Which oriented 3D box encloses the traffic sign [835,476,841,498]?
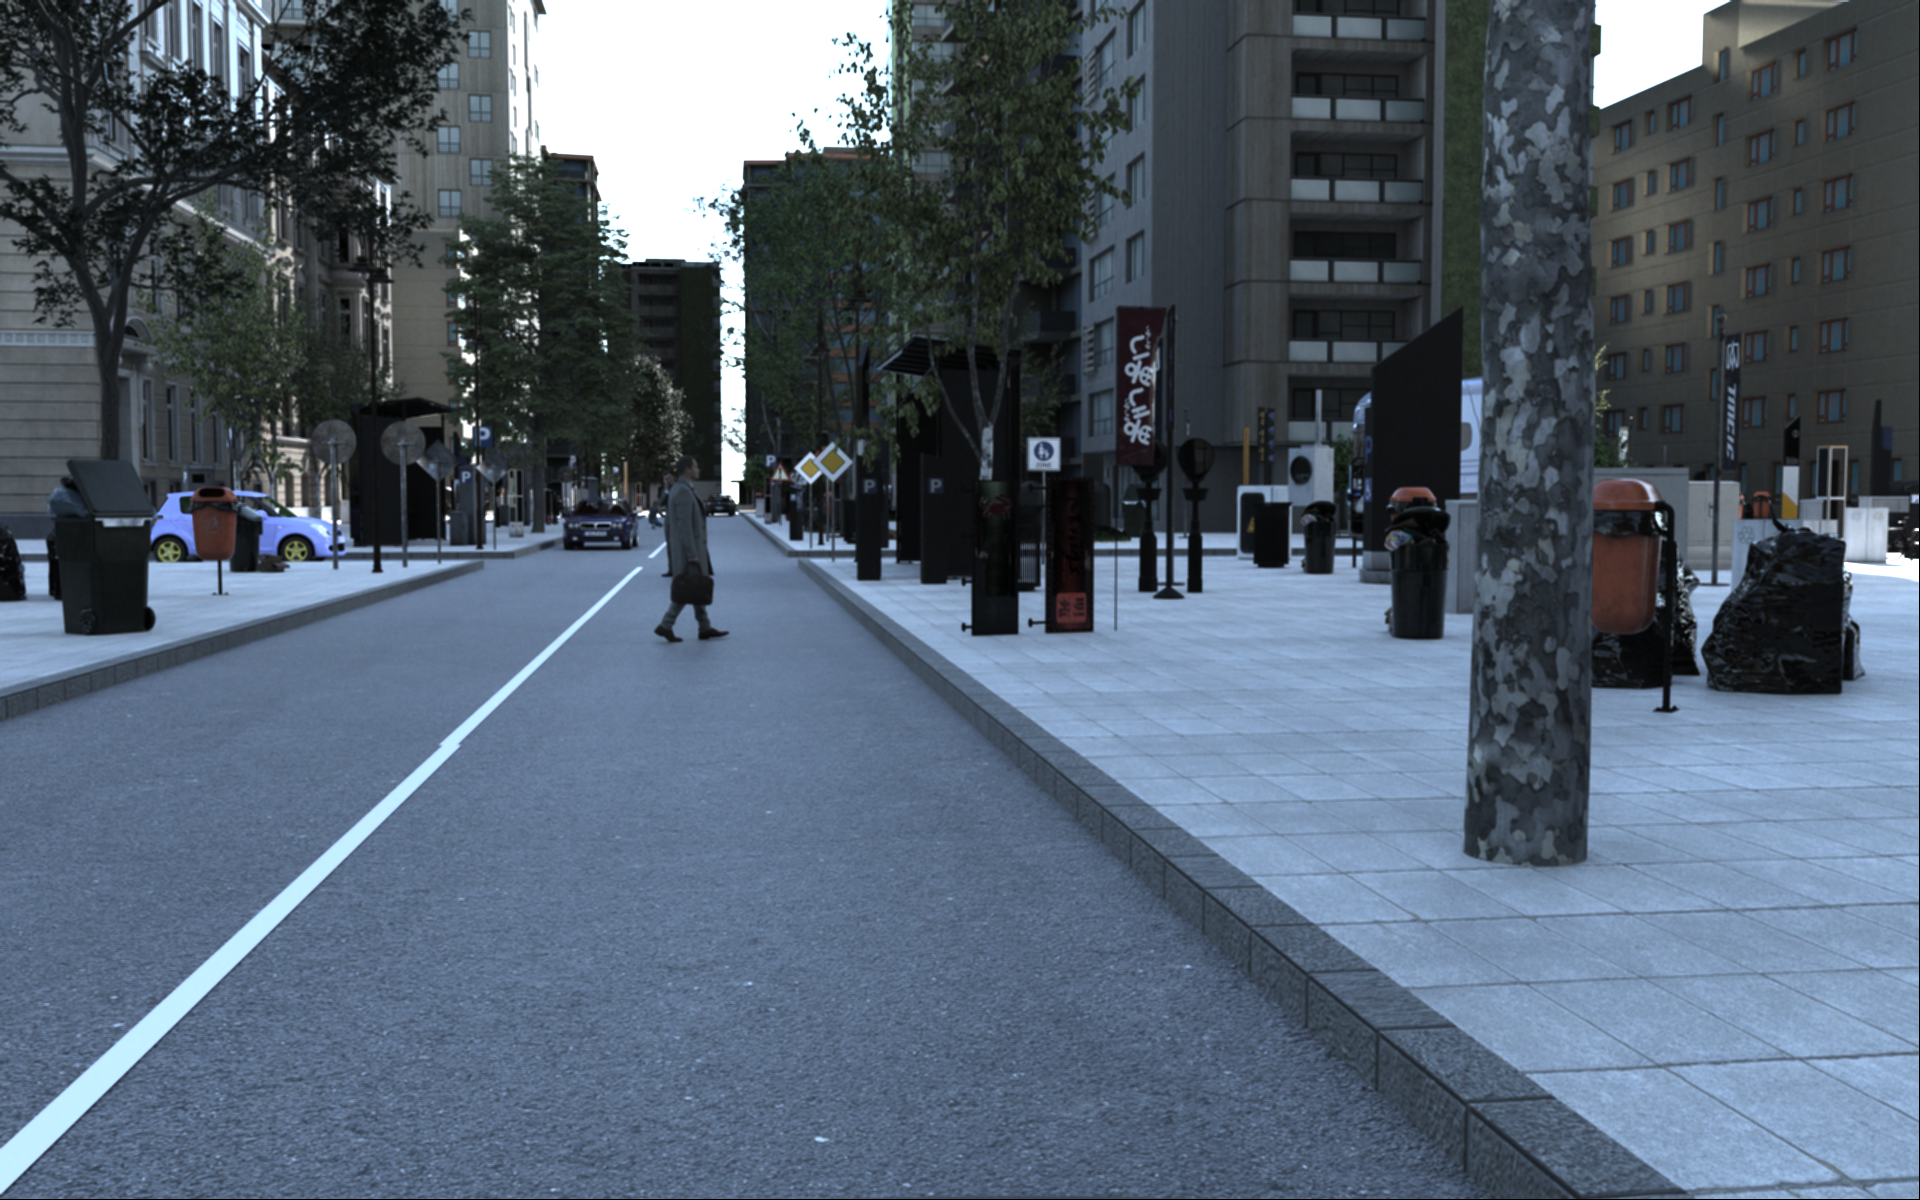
[{"bbox_3d":[-5.705,-5.059,82.824,0.768,2.556,0.104,0,4,-5],"label":"traffic sign"}]

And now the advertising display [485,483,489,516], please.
[{"bbox_3d":[-27.620,-5.825,100.451,0.123,1.923,0.974,1,4,14],"label":"advertising display"}]

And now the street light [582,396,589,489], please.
[{"bbox_3d":[-16.196,-6.254,75.042,0.468,5.910,1.993,0,4,-8],"label":"street light"}]

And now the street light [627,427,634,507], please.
[{"bbox_3d":[-20.957,-8.392,109.989,0.468,5.910,1.993,0,4,-8],"label":"street light"}]

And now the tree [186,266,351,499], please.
[{"bbox_3d":[-22.019,-6.377,54.626,4.360,8.622,3.978,0,3,0],"label":"tree"}]

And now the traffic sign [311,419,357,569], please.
[{"bbox_3d":[-10.689,-1.802,29.576,0.768,2.556,0.104,0,4,-2],"label":"traffic sign"}]

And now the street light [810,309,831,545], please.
[{"bbox_3d":[-3.502,-4.322,43.457,0.468,5.910,1.993,0,4,-8],"label":"street light"}]

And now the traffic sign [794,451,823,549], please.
[{"bbox_3d":[-3.513,-2.269,40.733,0.795,2.450,0.064,0,4,-8],"label":"traffic sign"}]

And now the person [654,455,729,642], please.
[{"bbox_3d":[-2.623,-0.509,16.923,0.767,1.812,0.694,-1,4,-16],"label":"person"}]

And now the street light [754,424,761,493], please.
[{"bbox_3d":[-13.315,-8.644,114.123,0.468,5.910,1.993,0,4,-8],"label":"street light"}]

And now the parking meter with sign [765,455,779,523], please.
[{"bbox_3d":[-8.352,-4.959,77.333,0.543,3.016,1.738,0,4,-1],"label":"parking meter with sign"}]

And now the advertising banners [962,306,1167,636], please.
[{"bbox_3d":[0.988,-1.210,15.965,2.074,3.025,0.090,-1,4,-22],"label":"advertising banners"}]

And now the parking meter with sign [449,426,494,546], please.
[{"bbox_3d":[-12.345,-2.901,43.697,0.543,3.016,1.738,0,4,8],"label":"parking meter with sign"}]

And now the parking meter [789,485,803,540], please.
[{"bbox_3d":[-4.539,-2.422,48.003,0.372,1.533,0.369,0,3,0],"label":"parking meter"}]

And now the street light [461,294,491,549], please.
[{"bbox_3d":[-11.176,-4.119,40.131,0.468,5.910,1.993,0,4,-8],"label":"street light"}]

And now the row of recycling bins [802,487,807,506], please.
[{"bbox_3d":[-9.519,-5.919,103.887,1.069,1.692,3.534,0,4,6],"label":"row of recycling bins"}]

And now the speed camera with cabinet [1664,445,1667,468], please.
[{"bbox_3d":[28.209,-4.676,70.784,0.660,3.252,2.038,-1,4,-12],"label":"speed camera with cabinet"}]

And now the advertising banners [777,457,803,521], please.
[{"bbox_3d":[-8.202,-5.335,83.419,0.090,3.025,2.074,2,4,32],"label":"advertising banners"}]

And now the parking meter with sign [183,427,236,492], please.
[{"bbox_3d":[-19.539,-2.947,44.440,1.738,3.016,0.543,-3,4,-39],"label":"parking meter with sign"}]

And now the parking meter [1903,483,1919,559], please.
[{"bbox_3d":[18.945,-1.586,34.347,0.372,1.533,0.369,0,3,0],"label":"parking meter"}]

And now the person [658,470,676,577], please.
[{"bbox_3d":[-4.910,-1.324,29.946,0.655,1.846,0.447,1,4,11],"label":"person"}]

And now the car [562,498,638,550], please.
[{"bbox_3d":[-9.482,-2.034,45.842,1.945,1.354,3.894,0,4,-7],"label":"car"}]

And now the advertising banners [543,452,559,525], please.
[{"bbox_3d":[-17.241,-4.669,72.530,0.090,3.025,2.074,0,4,8],"label":"advertising banners"}]

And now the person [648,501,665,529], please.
[{"bbox_3d":[-12.692,-3.550,72.043,1.012,1.151,0.738,2,4,35],"label":"person"}]

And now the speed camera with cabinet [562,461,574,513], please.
[{"bbox_3d":[-23.350,-6.652,103.091,0.660,3.252,2.038,-1,4,-10],"label":"speed camera with cabinet"}]

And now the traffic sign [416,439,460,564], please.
[{"bbox_3d":[-9.587,-1.725,31.847,0.795,2.450,0.064,0,4,-8],"label":"traffic sign"}]

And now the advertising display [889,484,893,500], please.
[{"bbox_3d":[-4.828,-6.676,114.368,0.974,1.923,0.123,3,5,43],"label":"advertising display"}]

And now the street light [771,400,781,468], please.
[{"bbox_3d":[-8.391,-6.508,79.199,0.468,5.910,1.993,0,4,-8],"label":"street light"}]

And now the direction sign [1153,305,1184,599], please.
[{"bbox_3d":[2.571,-1.788,21.232,0.379,3.537,0.876,0,4,3],"label":"direction sign"}]

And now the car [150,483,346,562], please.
[{"bbox_3d":[-14.337,-1.546,34.869,3.694,1.707,1.945,-1,4,-9],"label":"car"}]

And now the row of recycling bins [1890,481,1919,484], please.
[{"bbox_3d":[29.125,-2.769,52.389,1.069,1.692,3.534,0,4,-1],"label":"row of recycling bins"}]

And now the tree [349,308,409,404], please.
[{"bbox_3d":[-23.100,-7.104,66.520,4.360,8.622,3.978,0,3,0],"label":"tree"}]

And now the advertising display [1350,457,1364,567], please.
[{"bbox_3d":[7.253,-1.516,29.999,0.974,1.923,0.123,2,4,34],"label":"advertising display"}]

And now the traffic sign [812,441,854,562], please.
[{"bbox_3d":[-2.409,-1.785,32.824,0.795,2.450,0.064,0,4,-8],"label":"traffic sign"}]

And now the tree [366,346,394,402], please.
[{"bbox_3d":[-22.605,-6.794,61.438,4.737,8.622,4.395,0,3,0],"label":"tree"}]

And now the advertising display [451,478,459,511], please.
[{"bbox_3d":[-20.920,-4.082,71.946,0.123,1.923,0.974,0,4,2],"label":"advertising display"}]

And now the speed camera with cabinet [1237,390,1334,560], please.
[{"bbox_3d":[6.235,-2.384,33.313,0.660,3.252,2.038,-2,4,-35],"label":"speed camera with cabinet"}]

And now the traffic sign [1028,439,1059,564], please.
[{"bbox_3d":[1.514,-1.795,31.482,0.606,2.300,0.079,0,4,-8],"label":"traffic sign"}]

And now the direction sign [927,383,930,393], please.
[{"bbox_3d":[-0.462,-2.535,33.438,0.379,3.537,0.876,-2,4,-23],"label":"direction sign"}]

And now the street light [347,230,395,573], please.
[{"bbox_3d":[-9.541,-3.388,28.186,0.468,5.910,1.993,0,4,-8],"label":"street light"}]

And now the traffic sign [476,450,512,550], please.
[{"bbox_3d":[-10.690,-2.209,39.756,0.795,2.450,0.064,0,4,-8],"label":"traffic sign"}]

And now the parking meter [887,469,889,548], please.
[{"bbox_3d":[-1.905,-2.163,41.078,0.399,1.863,0.255,-1,4,-17],"label":"parking meter"}]

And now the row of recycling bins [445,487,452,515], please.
[{"bbox_3d":[-31.342,-6.040,105.863,1.069,1.692,3.534,-1,4,-12],"label":"row of recycling bins"}]

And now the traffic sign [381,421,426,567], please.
[{"bbox_3d":[-9.742,-1.848,30.328,0.768,2.556,0.104,0,4,-5],"label":"traffic sign"}]

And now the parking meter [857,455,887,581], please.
[{"bbox_3d":[-1.332,-1.226,25.762,0.399,1.863,0.255,0,4,-3],"label":"parking meter"}]

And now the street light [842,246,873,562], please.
[{"bbox_3d":[-1.915,-3.651,32.489,0.468,5.910,1.993,0,4,-8],"label":"street light"}]

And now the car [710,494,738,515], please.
[{"bbox_3d":[-16.217,-6.647,118.471,2.009,1.686,4.222,0,4,-8],"label":"car"}]

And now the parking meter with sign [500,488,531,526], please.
[{"bbox_3d":[-17.867,-4.538,70.456,1.738,3.016,0.543,0,4,0],"label":"parking meter with sign"}]

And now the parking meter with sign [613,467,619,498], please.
[{"bbox_3d":[-22.522,-7.003,110.756,1.738,3.016,0.543,3,5,44],"label":"parking meter with sign"}]

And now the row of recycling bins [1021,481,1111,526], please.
[{"bbox_3d":[3.340,-2.975,55.752,3.534,1.692,1.069,-2,4,-35],"label":"row of recycling bins"}]

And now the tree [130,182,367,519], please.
[{"bbox_3d":[-16.965,-5.507,40.400,4.737,8.622,4.395,0,3,0],"label":"tree"}]

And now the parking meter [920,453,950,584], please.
[{"bbox_3d":[-0.355,-1.165,24.762,0.399,1.863,0.255,-1,4,-11],"label":"parking meter"}]

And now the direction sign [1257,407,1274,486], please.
[{"bbox_3d":[8.023,-3.272,45.487,0.379,3.537,0.876,3,4,37],"label":"direction sign"}]

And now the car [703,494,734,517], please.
[{"bbox_3d":[-15.580,-6.248,111.949,2.009,1.686,4.222,-1,4,-8],"label":"car"}]

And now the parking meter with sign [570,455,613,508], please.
[{"bbox_3d":[-16.593,-4.980,77.682,0.543,3.016,1.738,3,5,44],"label":"parking meter with sign"}]
